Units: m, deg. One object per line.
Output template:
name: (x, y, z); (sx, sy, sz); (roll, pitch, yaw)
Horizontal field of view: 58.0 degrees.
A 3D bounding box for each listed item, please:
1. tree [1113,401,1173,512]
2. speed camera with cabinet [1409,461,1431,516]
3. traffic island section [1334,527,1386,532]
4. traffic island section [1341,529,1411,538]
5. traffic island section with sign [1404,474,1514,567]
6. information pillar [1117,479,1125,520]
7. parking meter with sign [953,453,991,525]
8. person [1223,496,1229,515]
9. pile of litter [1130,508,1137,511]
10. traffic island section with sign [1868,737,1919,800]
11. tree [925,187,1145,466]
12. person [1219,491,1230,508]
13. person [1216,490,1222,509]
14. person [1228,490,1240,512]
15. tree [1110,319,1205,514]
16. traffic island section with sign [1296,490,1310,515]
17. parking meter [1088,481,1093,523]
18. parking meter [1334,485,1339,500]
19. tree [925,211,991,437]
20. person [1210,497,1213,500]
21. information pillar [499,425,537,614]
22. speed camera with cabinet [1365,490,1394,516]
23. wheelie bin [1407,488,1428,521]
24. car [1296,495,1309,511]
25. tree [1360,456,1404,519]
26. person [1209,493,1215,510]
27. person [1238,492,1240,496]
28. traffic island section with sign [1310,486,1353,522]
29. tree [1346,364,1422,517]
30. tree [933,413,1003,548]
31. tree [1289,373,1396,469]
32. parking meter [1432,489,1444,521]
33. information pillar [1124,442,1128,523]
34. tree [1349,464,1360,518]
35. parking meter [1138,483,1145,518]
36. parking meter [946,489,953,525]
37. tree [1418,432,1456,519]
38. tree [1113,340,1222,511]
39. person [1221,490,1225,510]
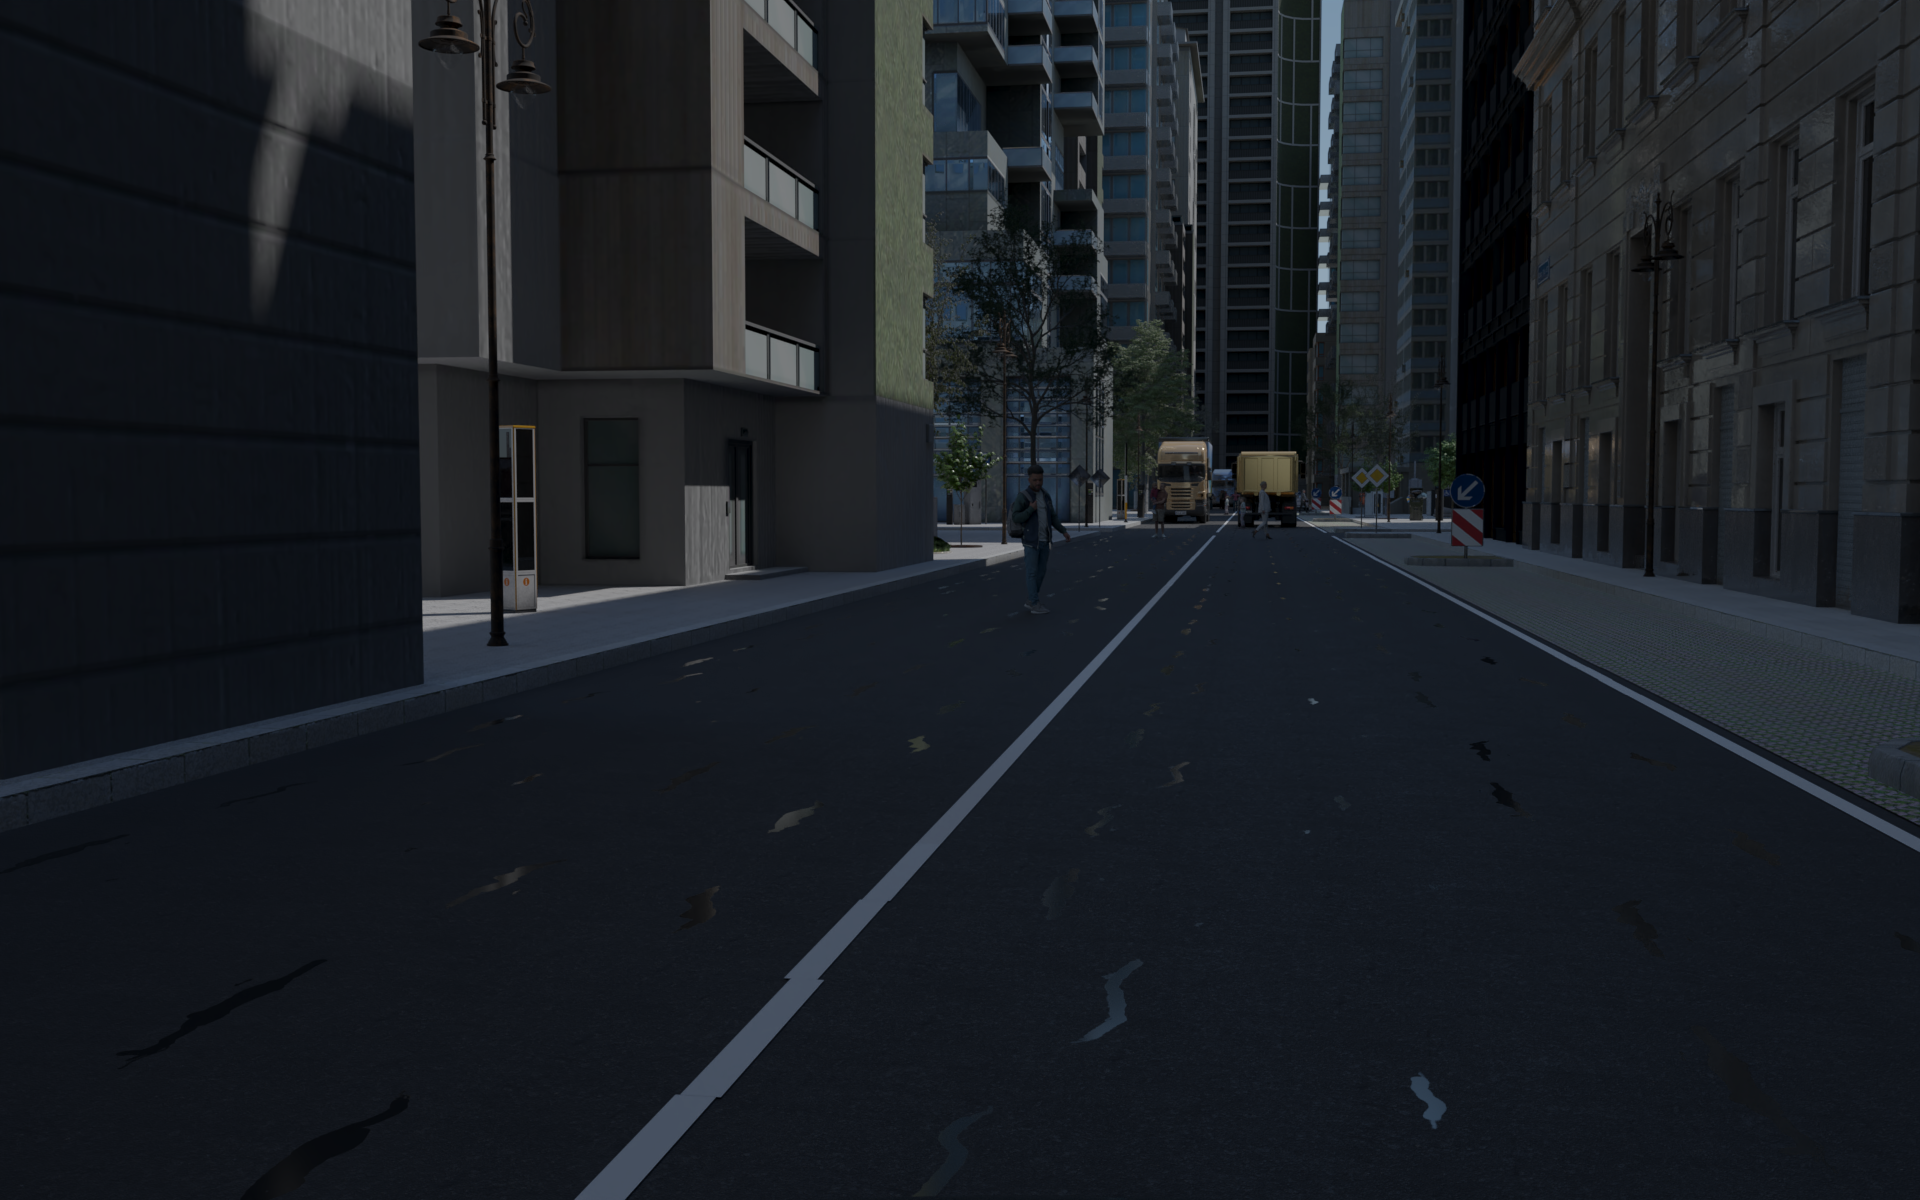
tree: (12.932, -10.473, 121.598); (4.360, 8.622, 3.978); (0, 3, 0)
speed camera with cabinet: (27.798, -6.652, 103.102); (2.038, 3.252, 0.660); (2, 4, 26)
traffic island section: (15.114, -2.621, 65.136); (2.009, 0.180, 2.903); (1, 4, 10)
traffic island section: (13.782, -2.140, 57.262); (2.009, 0.180, 2.903); (1, 4, 10)
traffic island section with sign: (10.028, -1.610, 34.952); (1.989, 1.847, 2.006); (1, 4, 10)
information pillar: (8.089, -5.044, 86.968); (0.304, 2.012, 0.304); (3, 5, 41)
parking meter with sign: (0.493, -4.661, 72.461); (1.738, 3.016, 0.543); (-3, 5, -43)
person: (18.407, -6.540, 119.705); (0.394, 1.301, 0.425); (0, 4, 6)
pile of litter: (13.429, -7.058, 129.357); (1.176, 0.858, 1.719); (-1, 4, -21)
traffic island section with sign: (5.487, 0.033, 8.091); (1.989, 1.847, 2.006); (1, 4, 10)
tree: (2.066, -7.277, 53.393); (7.601, 10.594, 8.767); (0, 4, -6)
person: (24.817, -9.364, 162.322); (1.217, 1.743, 0.721); (3, 4, 37)
person: (25.268, -9.727, 167.544); (0.705, 1.823, 1.348); (-3, 5, -42)
person: (22.634, -8.136, 142.237); (1.217, 1.743, 0.721); (0, 4, 4)
tree: (11.971, -11.873, 112.244); (7.486, 12.596, 7.792); (0, 3, 0)
traffic island section with sign: (23.767, -6.580, 116.208); (1.989, 1.847, 2.006); (1, 4, 10)
parking meter: (5.689, -4.280, 75.684); (0.255, 1.863, 0.399); (0, 4, 1)
parking meter: (25.112, -6.712, 115.451); (0.255, 1.863, 0.399); (0, 4, 5)
tree: (-1.234, -5.846, 45.951); (4.360, 8.622, 3.978); (0, 3, 0)
person: (21.265, -8.499, 148.240); (0.721, 1.735, 1.217); (3, 5, 44)
information pillar: (-4.797, -0.871, 18.728); (0.304, 2.012, 0.304); (2, 4, 35)
speed camera with cabinet: (24.829, -6.611, 102.426); (2.038, 3.252, 0.660); (-3, 4, -38)
wheelie bin: (22.023, -4.621, 83.456); (0.980, 1.594, 0.693); (1, 4, 17)
car: (29.557, -8.525, 151.750); (2.083, 1.381, 4.827); (0, 4, 8)
tree: (21.626, -5.723, 88.176); (1.663, 3.219, 1.824); (0, 3, 0)
person: (22.811, -9.131, 157.802); (1.348, 1.822, 0.705); (-3, 5, -40)
person: (24.088, -8.531, 148.702); (0.721, 1.735, 1.217); (1, 4, 9)
traffic island section with sign: (19.234, -4.940, 89.389); (1.989, 1.847, 2.006); (1, 4, 10)
tree: (24.022, -9.071, 98.681); (4.360, 8.622, 3.978); (0, 3, 0)
tree: (-0.068, -2.881, 41.701); (1.663, 3.219, 1.824); (0, 3, 0)
tree: (29.469, -12.093, 132.131); (8.767, 10.594, 7.601); (0, 4, 6)
parking meter: (22.985, -4.563, 83.018); (0.372, 1.533, 0.369); (0, 3, 0)
information pillar: (7.487, -5.307, 78.125); (0.183, 3.616, 0.504); (0, 4, 3)
tree: (22.244, -6.118, 94.636); (1.663, 3.219, 1.824); (0, 3, 0)
parking meter: (9.756, -5.348, 93.155); (0.255, 1.863, 0.399); (1, 4, 23)
parking meter: (-0.431, -4.088, 72.543); (0.255, 1.863, 0.399); (0, 4, 3)
tree: (25.762, -6.553, 90.848); (4.285, 4.588, 4.351); (0, 3, 0)
tree: (15.082, -13.719, 134.672); (12.009, 13.543, 11.850); (0, 3, 0)
person: (24.345, -9.280, 160.366); (0.705, 1.807, 1.348); (0, 4, 1)
